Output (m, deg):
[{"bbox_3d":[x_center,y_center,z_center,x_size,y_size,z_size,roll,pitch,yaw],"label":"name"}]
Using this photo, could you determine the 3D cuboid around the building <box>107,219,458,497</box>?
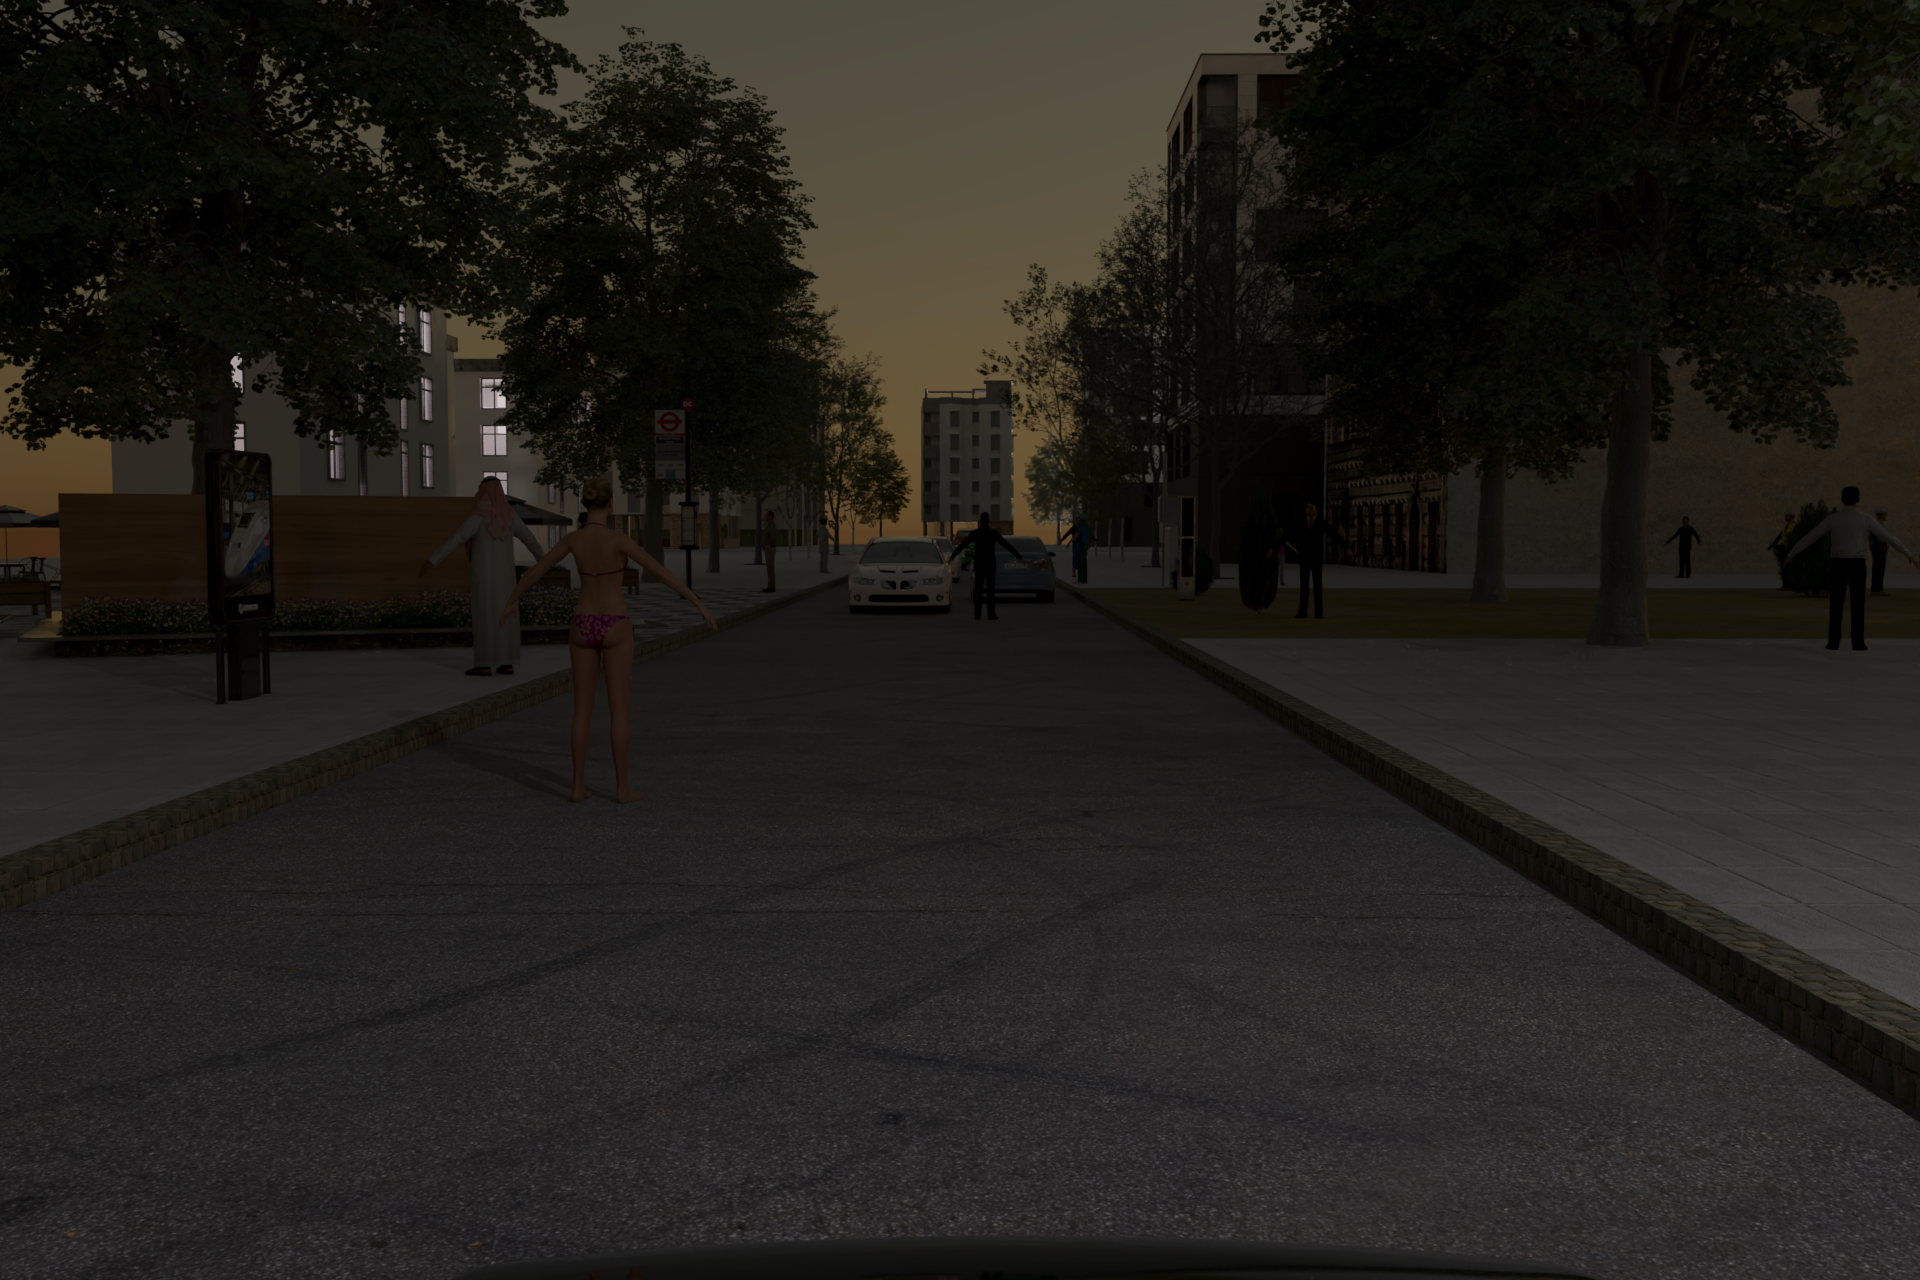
[{"bbox_3d":[-22.201,-7.225,60.275,9.099,9.664,28.070,0,4,0],"label":"building"}]

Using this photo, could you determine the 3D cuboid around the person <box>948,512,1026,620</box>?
[{"bbox_3d":[0.426,-1.246,29.050,1.346,1.802,0.704,1,4,14],"label":"person"}]

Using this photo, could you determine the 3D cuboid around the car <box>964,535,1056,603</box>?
[{"bbox_3d":[1.103,-1.557,37.456,2.014,1.417,4.499,0,4,0],"label":"car"}]

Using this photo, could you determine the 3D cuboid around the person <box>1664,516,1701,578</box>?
[{"bbox_3d":[21.152,-2.713,50.581,0.704,1.802,1.346,-2,4,-24],"label":"person"}]

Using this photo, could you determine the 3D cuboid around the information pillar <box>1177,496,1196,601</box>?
[{"bbox_3d":[4.363,-1.766,33.371,0.304,2.012,0.304,0,4,-1],"label":"information pillar"}]

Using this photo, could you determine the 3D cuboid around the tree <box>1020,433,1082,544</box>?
[{"bbox_3d":[12.482,-18.962,216.683,9.857,13.997,8.962,0,3,0],"label":"tree"}]

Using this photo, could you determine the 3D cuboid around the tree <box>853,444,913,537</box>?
[{"bbox_3d":[-9.489,-18.250,216.522,7.486,12.596,7.792,0,3,0],"label":"tree"}]

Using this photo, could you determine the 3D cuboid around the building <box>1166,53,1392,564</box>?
[{"bbox_3d":[24.403,-15.055,90.128,27.936,21.610,32.646,0,4,1],"label":"building"}]

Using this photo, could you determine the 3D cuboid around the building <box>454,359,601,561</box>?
[{"bbox_3d":[-24.622,-9.471,97.003,9.099,9.664,28.070,0,4,0],"label":"building"}]

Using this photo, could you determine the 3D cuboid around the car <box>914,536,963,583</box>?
[{"bbox_3d":[-0.938,-2.449,52.397,2.083,1.381,4.827,0,4,1],"label":"car"}]

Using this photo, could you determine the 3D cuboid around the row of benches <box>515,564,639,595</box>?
[{"bbox_3d":[-8.738,-1.247,35.858,4.104,0.672,1.422,-2,4,-26],"label":"row of benches"}]

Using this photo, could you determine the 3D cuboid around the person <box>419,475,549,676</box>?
[{"bbox_3d":[-4.271,-0.589,15.771,0.704,1.811,1.347,3,5,42],"label":"person"}]

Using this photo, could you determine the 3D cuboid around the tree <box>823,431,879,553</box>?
[{"bbox_3d":[-7.389,-10.285,118.527,4.737,8.622,4.395,0,3,0],"label":"tree"}]

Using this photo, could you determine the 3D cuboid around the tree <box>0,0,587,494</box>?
[{"bbox_3d":[-8.765,-6.926,19.899,9.857,13.997,8.962,0,3,0],"label":"tree"}]

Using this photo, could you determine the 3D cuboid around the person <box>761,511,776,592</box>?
[{"bbox_3d":[-4.230,-1.960,38.314,0.705,1.796,1.348,-1,4,-10],"label":"person"}]

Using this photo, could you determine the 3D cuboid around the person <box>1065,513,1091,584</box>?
[{"bbox_3d":[3.098,-2.346,44.476,0.704,1.817,1.347,2,4,30],"label":"person"}]

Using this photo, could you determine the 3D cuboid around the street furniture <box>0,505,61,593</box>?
[{"bbox_3d":[-32.863,-1.962,37.109,27.439,1.986,14.083,1,4,8],"label":"street furniture"}]

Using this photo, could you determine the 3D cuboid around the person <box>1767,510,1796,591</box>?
[{"bbox_3d":[18.695,-2.027,39.104,0.705,1.833,1.349,0,4,-4],"label":"person"}]

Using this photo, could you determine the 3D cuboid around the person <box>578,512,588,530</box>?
[{"bbox_3d":[-9.051,-2.192,41.981,0.704,1.843,1.345,-1,4,-21],"label":"person"}]

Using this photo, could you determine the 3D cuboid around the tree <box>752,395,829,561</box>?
[{"bbox_3d":[-8.112,-8.082,82.511,4.360,8.622,3.978,0,3,0],"label":"tree"}]

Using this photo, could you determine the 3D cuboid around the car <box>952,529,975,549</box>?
[{"bbox_3d":[0.543,-6.942,122.168,2.281,1.827,5.304,0,4,1],"label":"car"}]

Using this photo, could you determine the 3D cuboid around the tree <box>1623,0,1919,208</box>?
[{"bbox_3d":[7.026,-5.530,8.535,7.486,12.596,7.792,0,3,0],"label":"tree"}]

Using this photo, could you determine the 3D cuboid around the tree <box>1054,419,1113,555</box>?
[{"bbox_3d":[7.722,-9.479,105.348,4.360,8.622,3.978,0,3,0],"label":"tree"}]

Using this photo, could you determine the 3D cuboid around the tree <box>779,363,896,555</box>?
[{"bbox_3d":[-7.608,-10.942,104.664,9.928,11.665,9.643,0,3,0],"label":"tree"}]

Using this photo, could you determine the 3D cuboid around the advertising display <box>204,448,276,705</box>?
[{"bbox_3d":[-5.573,-0.503,13.442,0.123,1.923,0.974,0,4,0],"label":"advertising display"}]

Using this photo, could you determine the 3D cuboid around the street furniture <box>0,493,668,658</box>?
[{"bbox_3d":[-7.144,-0.877,21.202,11.010,1.723,9.812,-2,4,-25],"label":"street furniture"}]

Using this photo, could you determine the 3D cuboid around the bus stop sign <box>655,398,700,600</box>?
[{"bbox_3d":[-5.540,-2.769,33.984,0.855,3.939,0.416,0,4,0],"label":"bus stop sign"}]

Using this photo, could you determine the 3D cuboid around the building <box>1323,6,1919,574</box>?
[{"bbox_3d":[24.735,-14.245,63.841,19.493,23.208,18.063,0,3,0],"label":"building"}]

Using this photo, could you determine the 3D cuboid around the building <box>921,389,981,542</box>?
[{"bbox_3d":[-4.560,-21.969,218.076,11.380,20.090,16.016,1,4,10],"label":"building"}]

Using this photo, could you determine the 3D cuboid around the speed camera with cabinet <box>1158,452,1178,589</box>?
[{"bbox_3d":[5.168,-2.876,41.356,0.660,3.252,2.038,0,4,-1],"label":"speed camera with cabinet"}]

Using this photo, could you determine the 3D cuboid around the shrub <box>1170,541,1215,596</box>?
[{"bbox_3d":[4.838,-1.524,36.028,1.383,1.207,1.383,0,3,0],"label":"shrub"}]

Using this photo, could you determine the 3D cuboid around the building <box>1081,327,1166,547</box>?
[{"bbox_3d":[26.968,-21.010,187.489,27.936,21.610,32.646,0,4,1],"label":"building"}]

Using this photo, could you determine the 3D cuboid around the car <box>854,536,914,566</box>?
[{"bbox_3d":[-1.821,-2.129,47.170,2.083,1.381,4.827,0,4,0],"label":"car"}]

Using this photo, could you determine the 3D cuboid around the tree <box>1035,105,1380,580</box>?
[{"bbox_3d":[7.405,-8.481,49.030,12.009,13.543,11.850,0,3,0],"label":"tree"}]

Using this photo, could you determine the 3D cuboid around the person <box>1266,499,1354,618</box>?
[{"bbox_3d":[5.349,-1.237,26.408,1.347,1.806,0.705,2,4,26],"label":"person"}]

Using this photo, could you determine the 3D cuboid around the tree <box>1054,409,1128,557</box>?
[{"bbox_3d":[7.558,-8.976,97.128,4.737,8.622,4.395,0,3,0],"label":"tree"}]

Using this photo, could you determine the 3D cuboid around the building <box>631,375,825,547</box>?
[{"bbox_3d":[-24.867,-19.889,191.636,16.747,18.905,31.486,0,4,1],"label":"building"}]

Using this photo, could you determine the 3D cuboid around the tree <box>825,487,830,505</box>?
[{"bbox_3d":[-19.711,-17.634,214.078,9.928,11.665,9.643,0,3,0],"label":"tree"}]

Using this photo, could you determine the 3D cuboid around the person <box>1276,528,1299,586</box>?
[{"bbox_3d":[7.962,-2.064,43.005,0.991,1.433,0.599,3,5,41],"label":"person"}]

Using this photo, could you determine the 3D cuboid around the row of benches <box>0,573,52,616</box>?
[{"bbox_3d":[-15.729,-0.642,25.958,1.422,0.672,4.104,3,5,42],"label":"row of benches"}]

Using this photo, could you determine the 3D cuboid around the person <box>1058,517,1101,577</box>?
[{"bbox_3d":[3.533,-2.775,51.504,1.346,1.812,0.704,-1,4,-16],"label":"person"}]

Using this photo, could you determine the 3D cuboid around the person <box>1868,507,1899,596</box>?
[{"bbox_3d":[19.134,-1.843,35.988,0.705,1.847,1.347,0,4,6],"label":"person"}]

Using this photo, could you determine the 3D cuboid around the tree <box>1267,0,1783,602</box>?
[{"bbox_3d":[10.006,-7.700,32.543,9.857,13.997,8.962,0,3,0],"label":"tree"}]

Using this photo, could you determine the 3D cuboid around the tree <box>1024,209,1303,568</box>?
[{"bbox_3d":[7.428,-9.530,66.190,12.009,13.543,11.850,0,3,0],"label":"tree"}]

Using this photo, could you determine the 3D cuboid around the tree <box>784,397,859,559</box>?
[{"bbox_3d":[-7.574,-8.456,88.621,4.737,8.622,4.395,0,3,0],"label":"tree"}]

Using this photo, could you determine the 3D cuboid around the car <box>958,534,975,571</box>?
[{"bbox_3d":[0.909,-3.703,69.334,1.959,1.807,4.718,0,4,0],"label":"car"}]

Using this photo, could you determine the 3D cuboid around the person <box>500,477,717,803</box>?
[{"bbox_3d":[-1.907,-0.004,9.320,1.217,1.733,0.721,1,4,8],"label":"person"}]

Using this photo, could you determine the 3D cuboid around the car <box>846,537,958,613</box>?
[{"bbox_3d":[-1.082,-1.256,32.892,2.083,1.381,4.827,0,4,0],"label":"car"}]

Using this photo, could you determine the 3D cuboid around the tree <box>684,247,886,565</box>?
[{"bbox_3d":[-8.268,-9.867,71.691,12.009,13.543,11.850,0,3,0],"label":"tree"}]

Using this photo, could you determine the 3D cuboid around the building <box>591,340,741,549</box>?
[{"bbox_3d":[-25.578,-17.911,149.267,16.016,20.090,11.380,0,3,0],"label":"building"}]

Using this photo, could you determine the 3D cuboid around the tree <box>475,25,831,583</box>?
[{"bbox_3d":[-8.052,-8.491,45.488,9.857,13.997,8.962,0,3,0],"label":"tree"}]

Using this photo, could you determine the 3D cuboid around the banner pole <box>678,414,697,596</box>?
[{"bbox_3d":[-5.669,-2.824,36.189,0.401,3.779,0.863,0,3,0],"label":"banner pole"}]

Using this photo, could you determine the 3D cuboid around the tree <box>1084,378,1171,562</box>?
[{"bbox_3d":[7.278,-7.828,78.350,4.360,8.622,3.978,0,3,0],"label":"tree"}]

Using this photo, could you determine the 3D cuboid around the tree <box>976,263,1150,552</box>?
[{"bbox_3d":[7.460,-16.216,121.028,12.611,20.169,13.585,0,3,0],"label":"tree"}]

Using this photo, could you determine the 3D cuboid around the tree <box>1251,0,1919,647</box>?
[{"bbox_3d":[7.701,-6.920,19.794,9.857,13.997,8.962,0,3,0],"label":"tree"}]

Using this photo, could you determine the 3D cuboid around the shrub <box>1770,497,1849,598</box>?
[{"bbox_3d":[17.351,-1.874,35.065,1.690,2.028,1.600,0,3,0],"label":"shrub"}]

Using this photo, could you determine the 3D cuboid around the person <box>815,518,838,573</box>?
[{"bbox_3d":[-4.444,-3.105,56.945,0.705,1.806,1.347,-3,4,-36],"label":"person"}]

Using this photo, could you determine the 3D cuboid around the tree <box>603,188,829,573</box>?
[{"bbox_3d":[-8.086,-8.521,57.439,7.486,12.596,7.792,0,3,0],"label":"tree"}]

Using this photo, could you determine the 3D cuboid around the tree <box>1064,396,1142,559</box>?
[{"bbox_3d":[7.522,-8.408,87.838,4.737,8.622,4.395,0,3,0],"label":"tree"}]

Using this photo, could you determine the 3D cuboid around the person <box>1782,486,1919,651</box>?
[{"bbox_3d":[9.830,-0.795,19.158,1.344,1.810,0.704,2,4,32],"label":"person"}]
